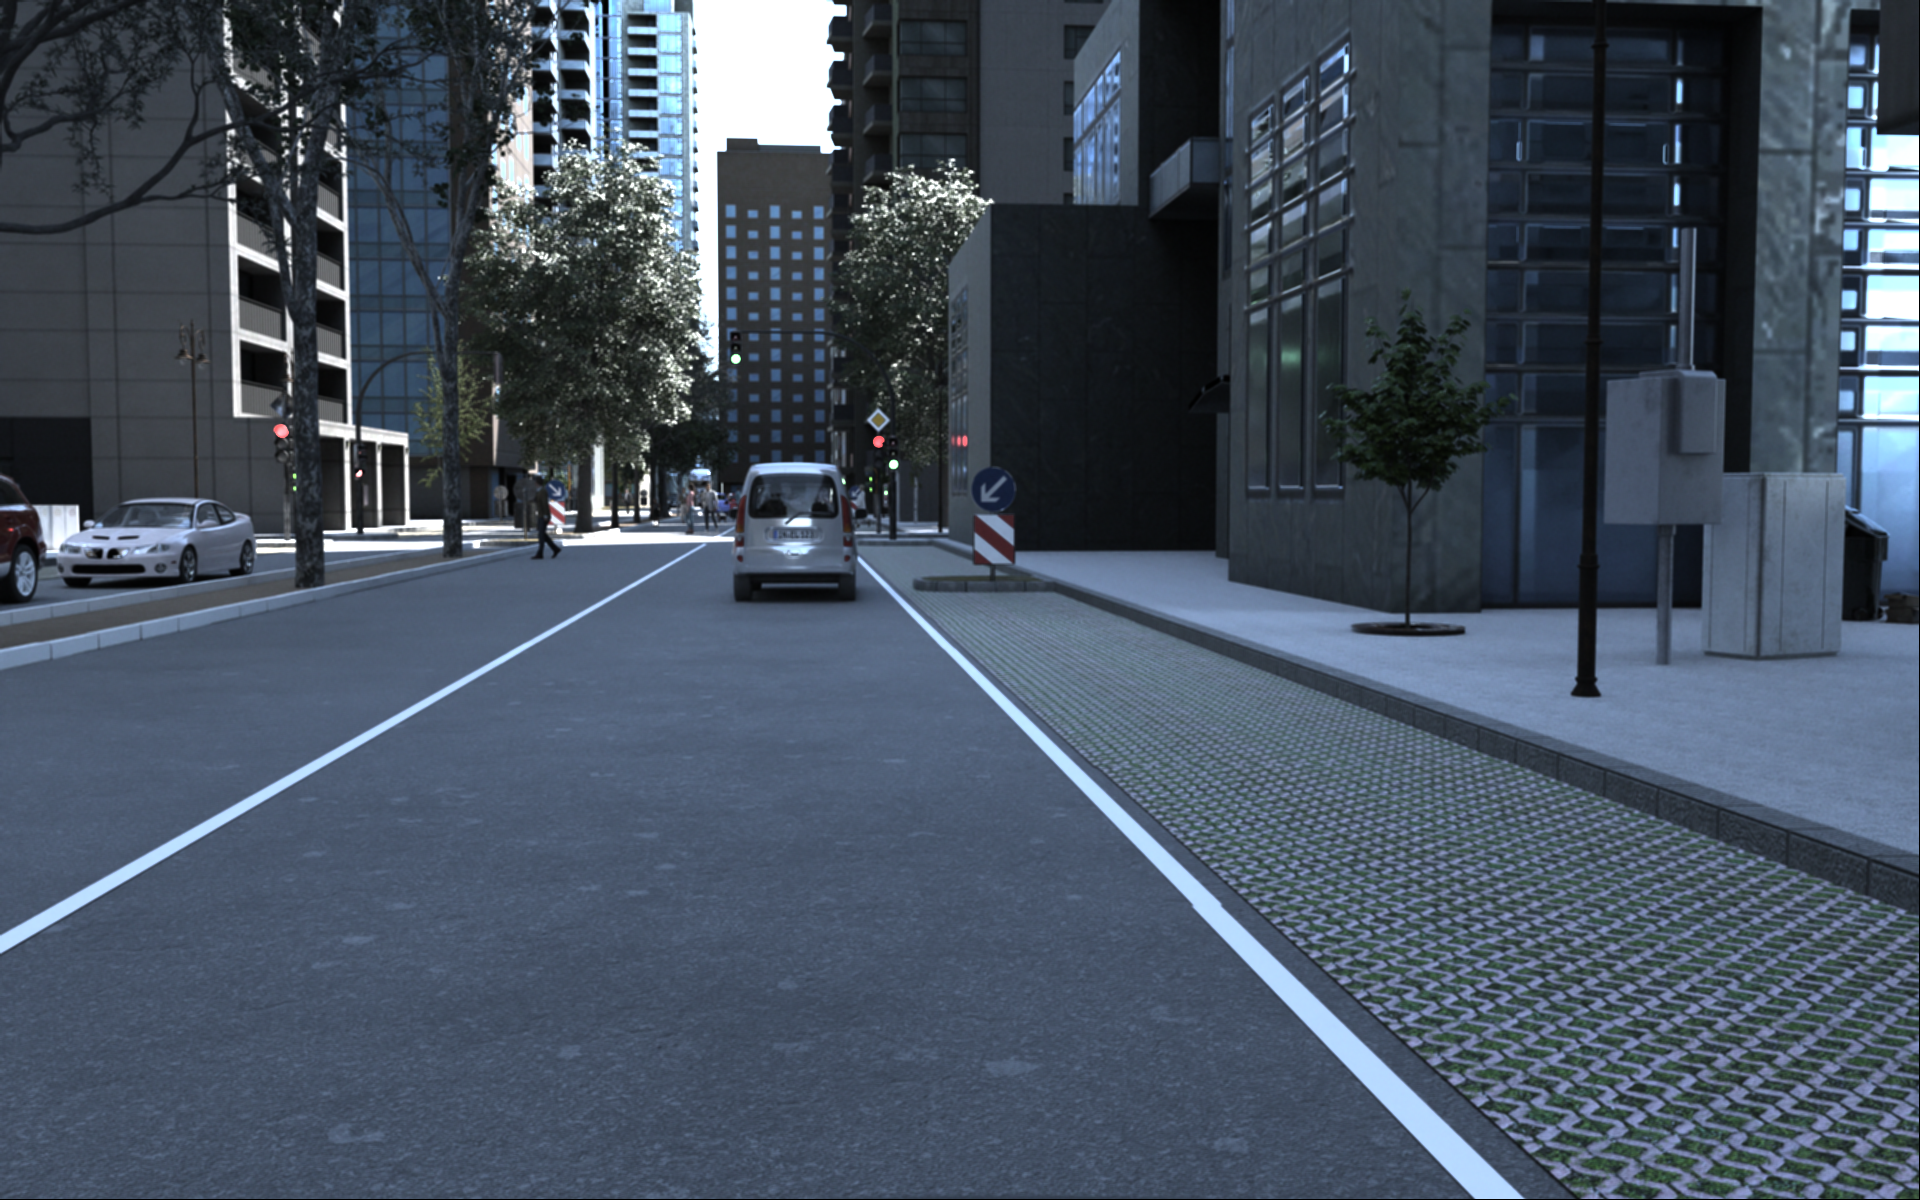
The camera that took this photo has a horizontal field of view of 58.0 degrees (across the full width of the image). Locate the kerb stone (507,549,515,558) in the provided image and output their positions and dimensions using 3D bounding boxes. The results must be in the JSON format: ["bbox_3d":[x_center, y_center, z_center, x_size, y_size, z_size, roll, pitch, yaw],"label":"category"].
[{"bbox_3d":[-10.220,-1.028,38.997,0.120,0.150,1.000,0,4,-5],"label":"kerb stone"}]

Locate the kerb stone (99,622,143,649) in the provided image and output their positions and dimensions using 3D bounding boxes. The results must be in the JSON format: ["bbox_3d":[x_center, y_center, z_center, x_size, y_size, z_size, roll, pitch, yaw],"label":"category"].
[{"bbox_3d":[-8.066,0.350,16.510,0.120,0.150,1.000,0,4,-5],"label":"kerb stone"}]

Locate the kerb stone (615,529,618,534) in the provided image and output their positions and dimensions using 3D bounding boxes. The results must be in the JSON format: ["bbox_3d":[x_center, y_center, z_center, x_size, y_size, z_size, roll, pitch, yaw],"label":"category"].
[{"bbox_3d":[-12.437,-2.432,61.954,0.120,0.150,1.000,0,4,-5],"label":"kerb stone"}]

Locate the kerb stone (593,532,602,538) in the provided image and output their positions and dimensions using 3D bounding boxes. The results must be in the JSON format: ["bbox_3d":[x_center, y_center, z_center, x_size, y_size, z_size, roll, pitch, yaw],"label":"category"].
[{"bbox_3d":[-11.946,-2.120,56.862,0.120,0.150,1.000,0,4,-5],"label":"kerb stone"}]

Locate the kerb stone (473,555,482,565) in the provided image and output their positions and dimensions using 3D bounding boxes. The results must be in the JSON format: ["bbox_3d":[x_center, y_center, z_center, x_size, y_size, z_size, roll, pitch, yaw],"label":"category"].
[{"bbox_3d":[-9.839,-0.775,34.907,0.120,0.150,1.000,0,4,-5],"label":"kerb stone"}]

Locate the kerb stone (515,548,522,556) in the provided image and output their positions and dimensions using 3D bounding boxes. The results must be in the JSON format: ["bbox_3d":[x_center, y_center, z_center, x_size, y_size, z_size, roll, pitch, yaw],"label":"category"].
[{"bbox_3d":[-10.325,-1.090,40.019,0.120,0.150,1.000,0,4,-5],"label":"kerb stone"}]

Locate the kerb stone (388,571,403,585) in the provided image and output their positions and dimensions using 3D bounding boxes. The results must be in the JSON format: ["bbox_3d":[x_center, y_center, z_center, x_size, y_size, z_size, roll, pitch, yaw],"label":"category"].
[{"bbox_3d":[-9.147,-0.342,27.781,0.120,0.150,1.000,0,4,-5],"label":"kerb stone"}]

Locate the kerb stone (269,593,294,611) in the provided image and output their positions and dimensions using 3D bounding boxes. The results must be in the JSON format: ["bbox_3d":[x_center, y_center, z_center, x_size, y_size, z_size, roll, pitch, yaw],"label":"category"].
[{"bbox_3d":[-8.556,0.037,21.637,0.120,0.150,1.000,0,4,-5],"label":"kerb stone"}]

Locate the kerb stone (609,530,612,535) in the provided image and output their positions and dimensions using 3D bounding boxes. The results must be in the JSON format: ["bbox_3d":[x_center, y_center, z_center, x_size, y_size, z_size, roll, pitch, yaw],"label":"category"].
[{"bbox_3d":[-12.240,-2.305,59.916,0.120,0.150,1.000,0,4,-5],"label":"kerb stone"}]

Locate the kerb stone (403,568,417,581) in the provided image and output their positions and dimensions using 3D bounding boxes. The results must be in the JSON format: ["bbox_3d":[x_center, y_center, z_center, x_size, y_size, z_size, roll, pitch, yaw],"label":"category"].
[{"bbox_3d":[-9.243,-0.404,28.799,0.120,0.150,1.000,0,4,-5],"label":"kerb stone"}]

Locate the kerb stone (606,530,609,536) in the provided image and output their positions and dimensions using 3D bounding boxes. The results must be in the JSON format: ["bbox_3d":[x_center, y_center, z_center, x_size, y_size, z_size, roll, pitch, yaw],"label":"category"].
[{"bbox_3d":[-12.140,-2.245,58.899,0.120,0.150,1.000,0,4,-5],"label":"kerb stone"}]

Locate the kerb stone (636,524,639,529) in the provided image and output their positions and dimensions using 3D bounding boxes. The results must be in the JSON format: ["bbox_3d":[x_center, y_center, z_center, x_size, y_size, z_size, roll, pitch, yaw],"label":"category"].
[{"bbox_3d":[-13.219,-2.932,70.136,0.120,0.150,1.000,0,4,-5],"label":"kerb stone"}]

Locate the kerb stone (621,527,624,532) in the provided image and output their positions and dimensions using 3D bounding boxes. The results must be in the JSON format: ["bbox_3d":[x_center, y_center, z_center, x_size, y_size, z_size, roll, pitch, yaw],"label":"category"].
[{"bbox_3d":[-12.636,-2.557,63.997,0.120,0.150,1.000,0,4,-5],"label":"kerb stone"}]

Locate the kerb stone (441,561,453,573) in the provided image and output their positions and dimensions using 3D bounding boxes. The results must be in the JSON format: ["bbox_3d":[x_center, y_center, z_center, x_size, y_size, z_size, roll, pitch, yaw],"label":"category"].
[{"bbox_3d":[-9.536,-0.591,31.853,0.120,0.150,1.000,0,4,-5],"label":"kerb stone"}]

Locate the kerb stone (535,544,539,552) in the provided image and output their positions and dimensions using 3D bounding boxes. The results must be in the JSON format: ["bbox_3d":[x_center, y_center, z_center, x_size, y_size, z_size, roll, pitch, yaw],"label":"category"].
[{"bbox_3d":[-10.618,-1.277,43.077,0.120,0.150,1.000,0,4,-5],"label":"kerb stone"}]

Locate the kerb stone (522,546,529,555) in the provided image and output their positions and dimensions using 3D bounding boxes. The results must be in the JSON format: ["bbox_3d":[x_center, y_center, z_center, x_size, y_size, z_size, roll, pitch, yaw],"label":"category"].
[{"bbox_3d":[-10.415,-1.152,41.037,0.120,0.150,1.000,0,4,-5],"label":"kerb stone"}]

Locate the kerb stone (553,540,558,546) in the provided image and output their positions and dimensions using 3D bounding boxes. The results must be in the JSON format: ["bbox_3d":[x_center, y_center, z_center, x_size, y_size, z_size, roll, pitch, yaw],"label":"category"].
[{"bbox_3d":[-10.916,-1.465,46.144,0.120,0.150,1.000,0,4,-5],"label":"kerb stone"}]

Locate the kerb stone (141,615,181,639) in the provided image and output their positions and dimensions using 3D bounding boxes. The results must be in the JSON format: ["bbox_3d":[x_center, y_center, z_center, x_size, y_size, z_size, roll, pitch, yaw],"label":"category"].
[{"bbox_3d":[-8.161,0.286,17.545,0.120,0.150,1.000,0,4,-5],"label":"kerb stone"}]

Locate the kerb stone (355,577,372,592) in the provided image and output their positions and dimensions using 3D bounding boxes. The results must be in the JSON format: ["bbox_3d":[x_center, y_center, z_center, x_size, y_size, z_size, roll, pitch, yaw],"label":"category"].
[{"bbox_3d":[-8.957,-0.210,25.738,0.120,0.150,1.000,0,4,-5],"label":"kerb stone"}]

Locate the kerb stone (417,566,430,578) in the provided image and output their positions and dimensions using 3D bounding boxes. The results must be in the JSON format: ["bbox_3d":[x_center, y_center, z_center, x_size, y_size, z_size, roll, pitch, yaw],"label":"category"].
[{"bbox_3d":[-9.341,-0.460,29.817,0.120,0.150,1.000,0,4,-5],"label":"kerb stone"}]

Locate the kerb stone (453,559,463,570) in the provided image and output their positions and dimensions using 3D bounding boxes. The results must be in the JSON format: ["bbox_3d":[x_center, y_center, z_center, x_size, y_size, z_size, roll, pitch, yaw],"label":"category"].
[{"bbox_3d":[-9.635,-0.648,32.874,0.120,0.150,1.000,0,4,-5],"label":"kerb stone"}]

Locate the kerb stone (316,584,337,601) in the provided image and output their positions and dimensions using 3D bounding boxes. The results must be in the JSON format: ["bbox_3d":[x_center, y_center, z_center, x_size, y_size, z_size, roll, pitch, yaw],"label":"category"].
[{"bbox_3d":[-8.748,-0.091,23.682,0.120,0.150,1.000,0,4,-5],"label":"kerb stone"}]

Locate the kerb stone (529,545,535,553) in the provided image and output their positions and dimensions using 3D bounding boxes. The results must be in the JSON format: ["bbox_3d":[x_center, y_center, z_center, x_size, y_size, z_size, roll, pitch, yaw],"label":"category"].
[{"bbox_3d":[-10.521,-1.211,42.054,0.120,0.150,1.000,0,4,-5],"label":"kerb stone"}]

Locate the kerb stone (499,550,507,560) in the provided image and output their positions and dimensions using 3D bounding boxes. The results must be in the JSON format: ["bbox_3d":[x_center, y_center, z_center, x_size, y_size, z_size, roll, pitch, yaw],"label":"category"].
[{"bbox_3d":[-10.131,-0.963,37.979,0.120,0.150,1.000,0,4,-5],"label":"kerb stone"}]

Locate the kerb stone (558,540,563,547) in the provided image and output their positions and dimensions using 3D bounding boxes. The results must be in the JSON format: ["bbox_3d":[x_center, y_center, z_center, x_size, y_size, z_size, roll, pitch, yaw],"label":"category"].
[{"bbox_3d":[-11.016,-1.527,47.162,0.120,0.150,1.000,0,4,-5],"label":"kerb stone"}]

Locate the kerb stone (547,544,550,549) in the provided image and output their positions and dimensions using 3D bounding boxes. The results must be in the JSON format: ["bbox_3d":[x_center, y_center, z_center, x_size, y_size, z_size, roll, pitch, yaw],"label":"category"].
[{"bbox_3d":[-10.813,-1.401,45.124,0.120,0.150,1.000,0,4,-5],"label":"kerb stone"}]

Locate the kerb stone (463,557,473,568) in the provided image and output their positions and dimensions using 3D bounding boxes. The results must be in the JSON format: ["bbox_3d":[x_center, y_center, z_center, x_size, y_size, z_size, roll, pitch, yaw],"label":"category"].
[{"bbox_3d":[-9.738,-0.715,33.890,0.120,0.150,1.000,0,4,-5],"label":"kerb stone"}]

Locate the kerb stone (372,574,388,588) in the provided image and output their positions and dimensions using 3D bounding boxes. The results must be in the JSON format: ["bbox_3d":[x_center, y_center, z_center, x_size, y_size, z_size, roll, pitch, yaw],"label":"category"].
[{"bbox_3d":[-9.050,-0.271,26.756,0.120,0.150,1.000,0,4,-5],"label":"kerb stone"}]

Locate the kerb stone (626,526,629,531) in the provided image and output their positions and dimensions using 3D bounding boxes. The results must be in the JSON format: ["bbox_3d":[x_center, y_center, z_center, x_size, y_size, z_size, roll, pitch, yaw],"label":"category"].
[{"bbox_3d":[-12.828,-2.679,66.048,0.120,0.150,1.000,0,4,-5],"label":"kerb stone"}]

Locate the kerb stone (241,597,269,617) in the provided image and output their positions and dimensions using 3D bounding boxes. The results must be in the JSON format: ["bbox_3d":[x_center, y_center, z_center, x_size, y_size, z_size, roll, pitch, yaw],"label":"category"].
[{"bbox_3d":[-8.460,0.097,20.604,0.120,0.150,1.000,0,4,-5],"label":"kerb stone"}]

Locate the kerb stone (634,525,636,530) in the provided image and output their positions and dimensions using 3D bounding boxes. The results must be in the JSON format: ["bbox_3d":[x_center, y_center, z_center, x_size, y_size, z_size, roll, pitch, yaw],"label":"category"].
[{"bbox_3d":[-13.125,-2.870,69.118,0.120,0.150,1.000,0,4,-5],"label":"kerb stone"}]

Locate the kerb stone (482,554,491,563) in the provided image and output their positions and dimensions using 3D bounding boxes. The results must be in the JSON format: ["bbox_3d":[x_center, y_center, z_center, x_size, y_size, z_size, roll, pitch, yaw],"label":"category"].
[{"bbox_3d":[-9.936,-0.840,35.924,0.120,0.150,1.000,0,4,-5],"label":"kerb stone"}]

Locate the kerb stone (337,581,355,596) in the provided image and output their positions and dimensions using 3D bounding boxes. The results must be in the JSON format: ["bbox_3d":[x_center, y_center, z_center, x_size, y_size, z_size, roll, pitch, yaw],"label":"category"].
[{"bbox_3d":[-8.856,-0.154,24.714,0.120,0.150,1.000,0,4,-5],"label":"kerb stone"}]

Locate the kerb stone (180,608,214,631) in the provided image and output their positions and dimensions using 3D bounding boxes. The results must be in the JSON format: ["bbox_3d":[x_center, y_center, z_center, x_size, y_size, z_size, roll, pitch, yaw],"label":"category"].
[{"bbox_3d":[-8.257,0.223,18.565,0.120,0.150,1.000,0,4,-5],"label":"kerb stone"}]

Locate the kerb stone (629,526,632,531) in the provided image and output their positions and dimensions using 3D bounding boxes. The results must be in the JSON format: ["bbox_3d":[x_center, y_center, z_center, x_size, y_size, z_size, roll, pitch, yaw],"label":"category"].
[{"bbox_3d":[-12.926,-2.745,67.072,0.120,0.150,1.000,0,4,-5],"label":"kerb stone"}]

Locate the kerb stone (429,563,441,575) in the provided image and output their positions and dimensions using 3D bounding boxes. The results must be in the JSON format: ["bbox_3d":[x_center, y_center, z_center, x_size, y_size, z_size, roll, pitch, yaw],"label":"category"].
[{"bbox_3d":[-9.442,-0.528,30.835,0.120,0.150,1.000,0,4,-5],"label":"kerb stone"}]

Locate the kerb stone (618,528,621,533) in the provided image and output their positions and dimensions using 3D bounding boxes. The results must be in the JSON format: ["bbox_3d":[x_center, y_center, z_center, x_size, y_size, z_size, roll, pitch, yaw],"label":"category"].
[{"bbox_3d":[-12.529,-2.492,62.972,0.120,0.150,1.000,0,4,-5],"label":"kerb stone"}]

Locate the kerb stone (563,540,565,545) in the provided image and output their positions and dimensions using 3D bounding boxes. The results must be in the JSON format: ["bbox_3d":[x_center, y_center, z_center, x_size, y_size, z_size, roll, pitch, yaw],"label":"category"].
[{"bbox_3d":[-11.109,-1.590,48.184,0.120,0.150,1.000,0,4,-5],"label":"kerb stone"}]

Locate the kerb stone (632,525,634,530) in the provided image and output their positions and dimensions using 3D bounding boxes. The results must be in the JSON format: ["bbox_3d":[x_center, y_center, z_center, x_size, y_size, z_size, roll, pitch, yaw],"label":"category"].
[{"bbox_3d":[-13.030,-2.799,68.093,0.120,0.150,1.000,0,4,-5],"label":"kerb stone"}]

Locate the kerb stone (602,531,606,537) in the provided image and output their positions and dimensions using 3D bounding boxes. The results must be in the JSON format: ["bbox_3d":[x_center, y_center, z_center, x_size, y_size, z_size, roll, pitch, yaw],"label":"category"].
[{"bbox_3d":[-12.046,-2.180,57.881,0.120,0.150,1.000,0,4,-5],"label":"kerb stone"}]

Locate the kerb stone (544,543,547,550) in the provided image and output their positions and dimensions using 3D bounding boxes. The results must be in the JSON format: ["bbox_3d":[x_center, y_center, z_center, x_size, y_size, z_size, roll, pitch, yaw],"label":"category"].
[{"bbox_3d":[-10.721,-1.340,44.100,0.120,0.150,1.000,0,4,-5],"label":"kerb stone"}]

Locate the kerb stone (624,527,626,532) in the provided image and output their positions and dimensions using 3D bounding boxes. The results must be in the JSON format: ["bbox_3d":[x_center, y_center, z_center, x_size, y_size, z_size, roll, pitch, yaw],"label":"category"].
[{"bbox_3d":[-12.730,-2.616,65.023,0.120,0.150,1.000,0,4,-5],"label":"kerb stone"}]

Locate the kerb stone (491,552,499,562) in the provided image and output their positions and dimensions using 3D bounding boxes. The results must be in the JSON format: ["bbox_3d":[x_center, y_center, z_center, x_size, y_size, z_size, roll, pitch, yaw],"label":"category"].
[{"bbox_3d":[-10.027,-0.900,36.950,0.120,0.150,1.000,0,4,-5],"label":"kerb stone"}]

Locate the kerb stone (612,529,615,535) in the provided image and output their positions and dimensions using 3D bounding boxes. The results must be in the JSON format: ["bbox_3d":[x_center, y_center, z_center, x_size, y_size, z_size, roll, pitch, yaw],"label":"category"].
[{"bbox_3d":[-12.328,-2.370,60.937,0.120,0.150,1.000,0,4,-5],"label":"kerb stone"}]

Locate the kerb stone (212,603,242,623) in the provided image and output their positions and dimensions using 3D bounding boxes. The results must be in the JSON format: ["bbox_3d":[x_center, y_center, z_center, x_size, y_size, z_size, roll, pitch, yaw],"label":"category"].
[{"bbox_3d":[-8.366,0.160,19.581,0.120,0.150,1.000,0,4,-5],"label":"kerb stone"}]

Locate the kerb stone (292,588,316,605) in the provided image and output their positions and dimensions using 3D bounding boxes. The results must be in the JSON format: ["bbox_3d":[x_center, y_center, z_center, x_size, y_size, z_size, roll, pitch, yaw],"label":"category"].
[{"bbox_3d":[-8.658,-0.028,22.654,0.120,0.150,1.000,0,4,-5],"label":"kerb stone"}]
